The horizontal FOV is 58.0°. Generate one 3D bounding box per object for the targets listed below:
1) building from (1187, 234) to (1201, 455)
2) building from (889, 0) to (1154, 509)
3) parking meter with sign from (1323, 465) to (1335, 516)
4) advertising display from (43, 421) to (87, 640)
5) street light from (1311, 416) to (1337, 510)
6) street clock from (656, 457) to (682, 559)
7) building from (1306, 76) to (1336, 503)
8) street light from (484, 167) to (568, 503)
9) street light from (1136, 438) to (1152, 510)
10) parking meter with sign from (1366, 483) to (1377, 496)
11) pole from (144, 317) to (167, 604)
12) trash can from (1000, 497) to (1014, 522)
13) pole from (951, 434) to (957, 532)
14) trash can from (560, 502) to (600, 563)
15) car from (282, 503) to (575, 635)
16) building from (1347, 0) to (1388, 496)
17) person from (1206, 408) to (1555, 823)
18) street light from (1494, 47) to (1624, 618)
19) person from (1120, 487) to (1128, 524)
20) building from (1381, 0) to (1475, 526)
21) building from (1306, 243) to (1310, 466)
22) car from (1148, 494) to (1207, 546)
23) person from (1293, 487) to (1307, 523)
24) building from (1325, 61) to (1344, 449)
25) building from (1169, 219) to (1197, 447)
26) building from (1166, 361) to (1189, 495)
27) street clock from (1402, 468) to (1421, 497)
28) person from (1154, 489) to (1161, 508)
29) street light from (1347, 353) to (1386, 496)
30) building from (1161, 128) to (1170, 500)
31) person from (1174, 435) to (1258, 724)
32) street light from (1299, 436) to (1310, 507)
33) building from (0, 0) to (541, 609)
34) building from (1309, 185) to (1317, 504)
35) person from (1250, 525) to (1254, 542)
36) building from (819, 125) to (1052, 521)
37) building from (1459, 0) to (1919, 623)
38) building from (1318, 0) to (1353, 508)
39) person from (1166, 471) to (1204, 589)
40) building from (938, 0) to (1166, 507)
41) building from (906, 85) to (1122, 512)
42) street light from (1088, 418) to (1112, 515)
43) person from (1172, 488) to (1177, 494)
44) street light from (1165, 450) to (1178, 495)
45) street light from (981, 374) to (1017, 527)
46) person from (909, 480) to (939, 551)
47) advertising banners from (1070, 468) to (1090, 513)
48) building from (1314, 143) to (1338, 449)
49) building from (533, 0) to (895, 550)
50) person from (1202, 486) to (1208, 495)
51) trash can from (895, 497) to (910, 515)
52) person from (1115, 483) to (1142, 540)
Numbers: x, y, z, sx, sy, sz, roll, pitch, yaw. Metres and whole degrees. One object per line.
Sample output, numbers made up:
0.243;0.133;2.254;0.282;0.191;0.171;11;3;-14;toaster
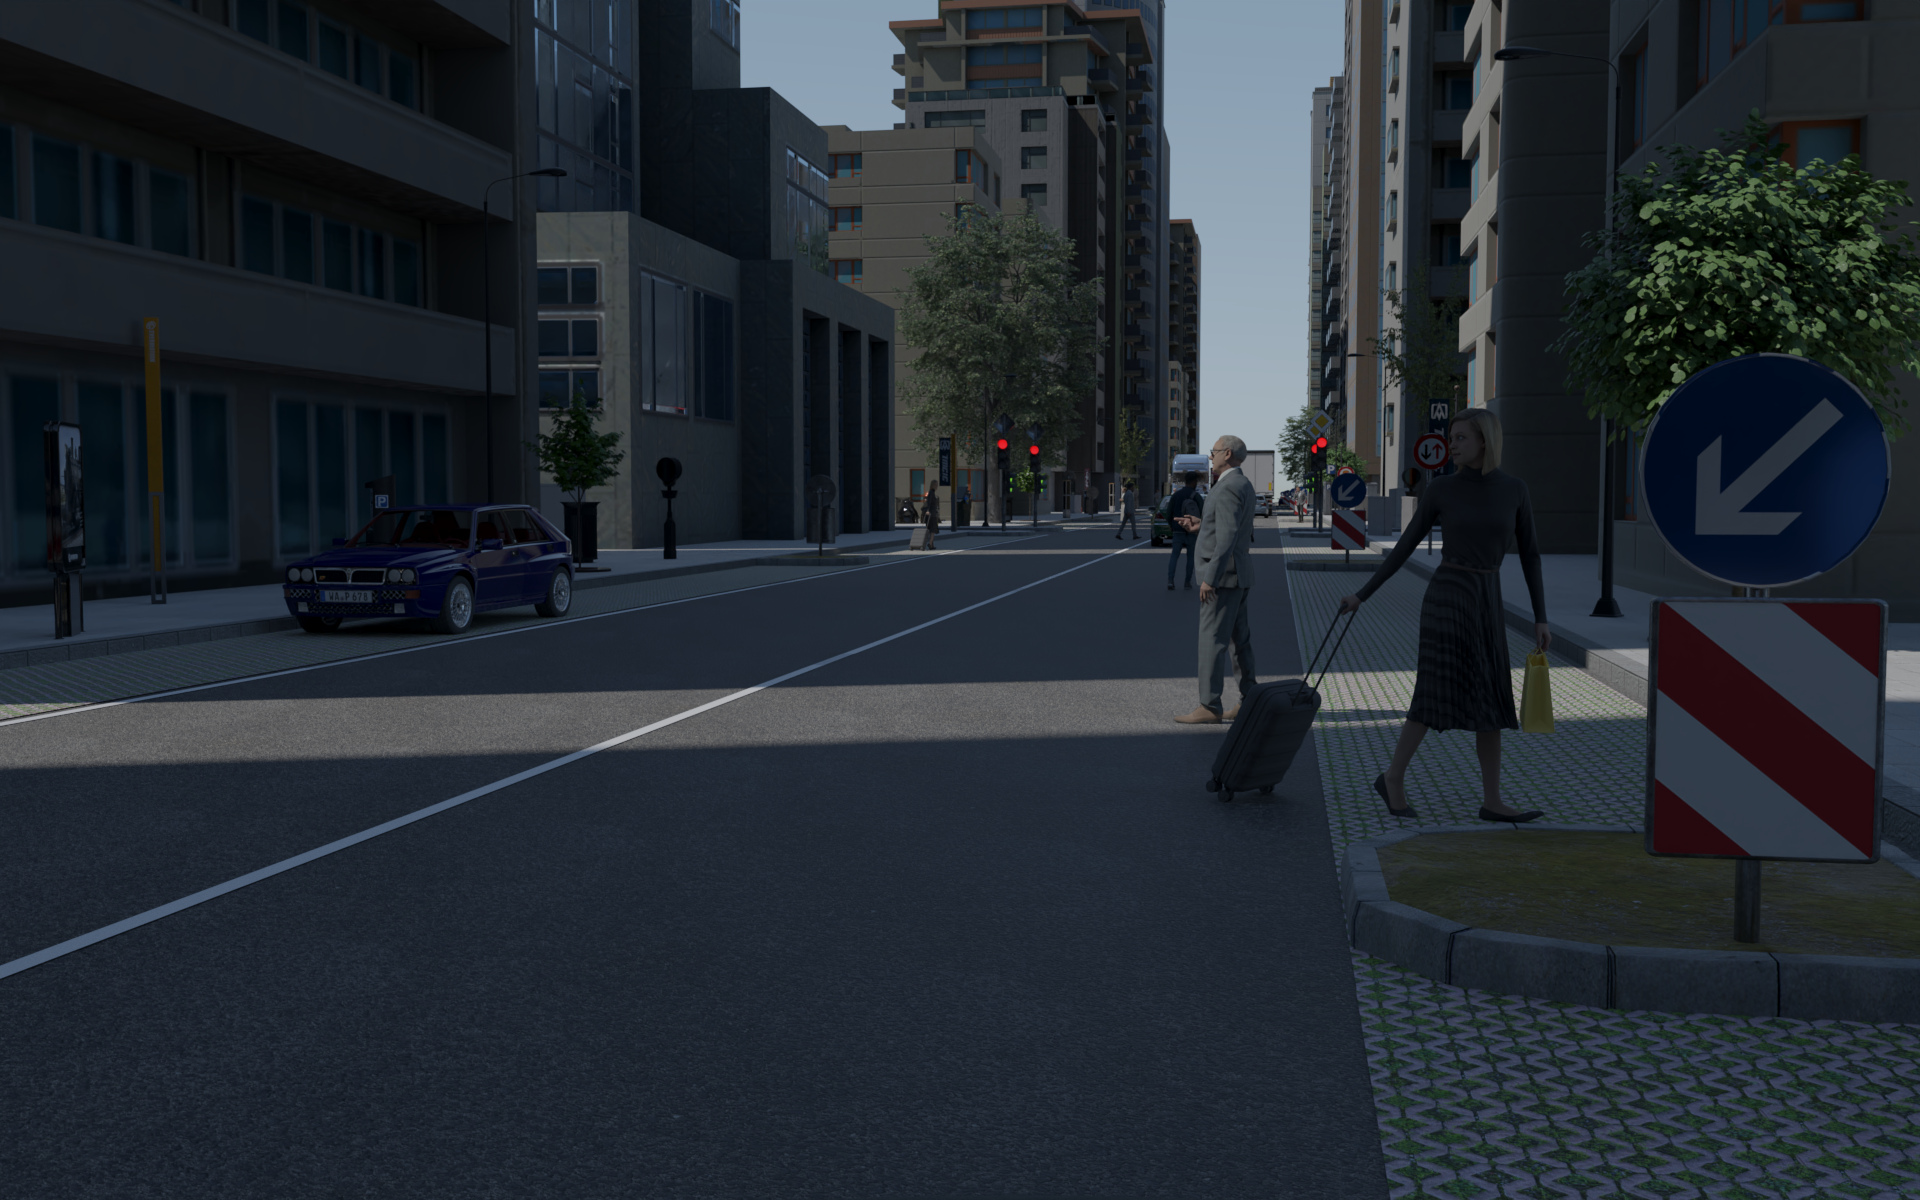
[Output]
32.887;-39.096;289.332;14.600;45.320;14.200;1;4;10;building
5.839;-30.736;157.163;22.147;44.769;28.867;1;4;10;building
22.153;-6.601;104.194;0.543;3.016;1.738;0;4;3;parking meter with sign
-8.074;-0.638;15.650;0.123;1.923;0.974;-1;4;-15;advertising display
21.327;-7.843;100.777;1.470;5.913;1.316;1;4;10;street light
-5.717;-1.805;34.086;0.471;2.002;0.358;2;4;26;street clock
61.025;-43.294;249.849;21.231;58.520;28.212;1;4;10;building
-6.266;-3.201;24.873;1.470;5.913;1.316;1;4;10;street light
15.308;-10.464;143.633;1.470;5.913;1.316;1;4;10;street light
27.553;-7.316;115.880;1.738;3.016;0.543;0;4;0;parking meter with sign
-9.349;-1.607;20.118;0.158;3.312;0.155;0;3;0;pole
2.085;-4.116;78.947;0.748;1.137;0.748;0;3;0;trash can
-0.208;-3.974;58.813;0.158;3.312;0.155;0;3;0;pole
-7.077;-1.264;32.319;0.748;1.137;0.748;0;3;0;trash can
-5.676;-0.387;18.907;1.945;1.354;3.894;1;4;11;car
36.367;-29.278;128.805;14.600;45.320;14.200;1;4;10;building
1.927;0.057;7.784;1.509;1.804;0.699;3;5;44;person
6.248;-2.785;18.080;1.470;5.913;1.316;1;4;10;street light
7.900;-4.566;83.706;0.362;1.759;0.519;-1;4;-22;person
29.718;-27.632;75.483;21.600;48.544;21.300;1;4;10;building
67.095;-38.142;278.238;22.147;44.769;28.867;1;4;10;building
6.330;-2.253;48.640;2.131;1.459;4.920;1;4;9;car
16.777;-4.693;85.415;0.473;1.802;0.592;-3;5;-40;person
49.790;-34.288;180.216;23.786;49.044;30.456;1;4;10;building
25.203;-37.570;268.893;22.147;44.769;28.867;1;4;10;building
17.243;-24.263;241.742;27.650;21.520;28.899;1;4;10;building
12.404;-2.634;47.639;0.471;2.002;0.358;0;4;-5;street clock
14.187;-7.087;124.559;0.511;1.800;0.466;1;4;20;person
13.459;-5.177;57.191;1.470;5.913;1.316;1;4;10;street light
17.466;-33.979;205.674;14.600;45.320;14.200;1;4;10;building
1.606;-0.138;10.934;0.590;1.801;0.661;1;4;20;person
28.175;-10.183;139.028;1.470;5.913;1.316;1;4;10;street light
-19.898;-24.321;21.352;21.300;48.544;21.600;1;4;10;building
53.671;-33.435;230.251;14.154;41.232;14.086;1;4;10;building
8.498;-2.641;51.649;0.622;1.834;0.822;0;4;0;person
-10.359;-15.495;98.381;27.650;21.520;28.899;1;4;10;building
24.157;-11.223;28.538;27.650;21.520;28.899;1;4;10;building
42.849;-43.831;154.893;20.563;71.187;20.611;1;4;10;building
3.398;-1.051;26.034;0.623;1.781;0.721;1;4;14;person
10.269;-39.331;185.059;21.231;58.520;28.212;1;4;10;building
4.170;-21.708;126.627;14.160;30.474;14.107;1;4;10;building
8.573;-8.164;106.020;1.470;5.913;1.316;1;4;10;street light
11.964;-5.369;96.764;0.782;1.767;0.515;1;4;11;person
22.170;-12.804;181.882;1.470;5.913;1.316;1;4;10;street light
1.530;-5.798;67.342;1.470;5.913;1.316;1;4;10;street light
-0.872;-2.152;43.896;0.699;1.804;1.509;2;4;29;person
8.094;-7.389;116.991;0.090;3.025;2.074;3;5;44;advertising banners
49.517;-31.804;203.596;14.154;41.232;14.086;1;4;10;building
-19.506;-45.086;49.820;31.000;86.520;22.319;1;4;10;building
12.411;-4.823;87.314;0.822;1.834;0.622;1;4;9;person
-2.608;-4.101;78.706;0.748;1.137;0.748;0;3;0;trash can
5.287;-2.788;54.351;0.850;1.792;0.678;-1;4;-18;person
